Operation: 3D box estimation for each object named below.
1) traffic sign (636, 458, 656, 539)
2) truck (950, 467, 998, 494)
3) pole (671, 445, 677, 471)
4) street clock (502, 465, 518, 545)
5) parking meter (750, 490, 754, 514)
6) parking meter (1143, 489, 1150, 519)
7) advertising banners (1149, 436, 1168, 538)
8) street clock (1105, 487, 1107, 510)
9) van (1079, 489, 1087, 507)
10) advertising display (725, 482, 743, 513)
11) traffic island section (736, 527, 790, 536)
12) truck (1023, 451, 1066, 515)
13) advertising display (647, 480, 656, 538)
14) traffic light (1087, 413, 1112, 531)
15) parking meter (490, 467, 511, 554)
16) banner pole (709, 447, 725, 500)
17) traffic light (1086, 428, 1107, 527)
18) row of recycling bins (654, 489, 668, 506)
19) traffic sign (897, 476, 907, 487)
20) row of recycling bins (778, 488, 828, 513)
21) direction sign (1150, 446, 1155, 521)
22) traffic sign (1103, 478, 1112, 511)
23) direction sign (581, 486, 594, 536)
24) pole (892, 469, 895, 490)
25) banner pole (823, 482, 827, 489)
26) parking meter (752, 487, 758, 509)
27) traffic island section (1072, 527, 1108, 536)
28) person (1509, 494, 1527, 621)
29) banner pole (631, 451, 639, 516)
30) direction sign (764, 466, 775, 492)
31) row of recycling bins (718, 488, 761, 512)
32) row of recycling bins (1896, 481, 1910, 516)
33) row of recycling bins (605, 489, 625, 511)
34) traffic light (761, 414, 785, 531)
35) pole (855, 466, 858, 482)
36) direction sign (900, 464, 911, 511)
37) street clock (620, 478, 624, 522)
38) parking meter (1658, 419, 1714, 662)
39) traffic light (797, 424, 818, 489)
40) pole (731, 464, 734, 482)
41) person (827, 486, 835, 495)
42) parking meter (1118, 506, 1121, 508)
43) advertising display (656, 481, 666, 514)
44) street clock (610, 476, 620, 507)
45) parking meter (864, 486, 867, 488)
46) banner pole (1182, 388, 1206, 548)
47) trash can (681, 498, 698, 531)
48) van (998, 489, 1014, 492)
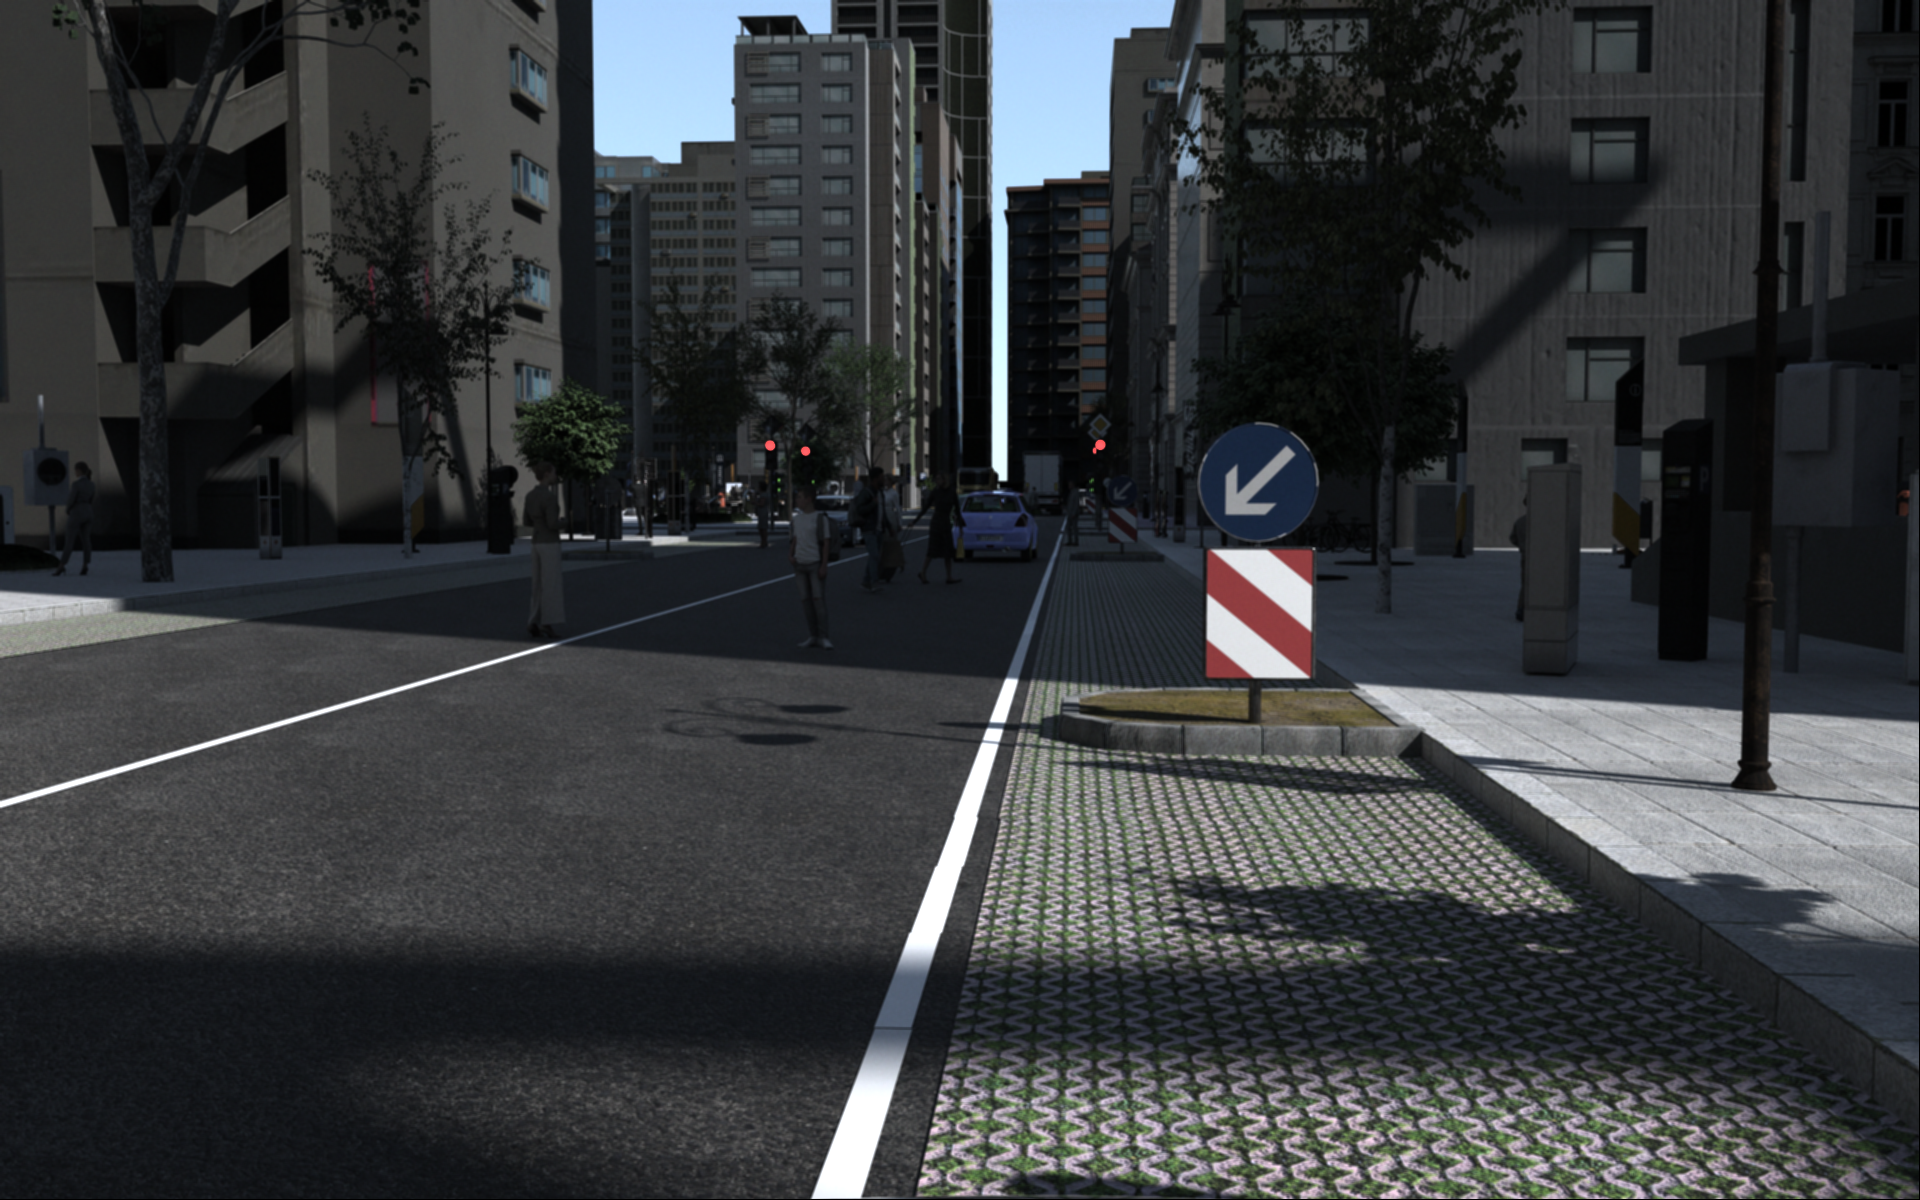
[{"bbox_3d":[-8.979,-2.899,49.524,0.606,2.300,0.079,1,4,12],"label":"traffic sign"},{"bbox_3d":[1.291,-8.078,127.993,3.469,3.379,9.791,0,4,4],"label":"truck"},{"bbox_3d":[-11.925,-4.795,72.241,0.158,3.312,0.155,0,3,0],"label":"pole"},{"bbox_3d":[-11.472,-2.410,43.981,0.471,2.002,0.358,1,4,17],"label":"street clock"},{"bbox_3d":[-13.548,-6.370,112.553,0.372,1.533,0.369,0,3,0],"label":"parking meter"},{"bbox_3d":[9.710,-5.010,90.330,0.372,1.533,0.369,0,3,0],"label":"parking meter"},{"bbox_3d":[5.894,-3.386,51.542,0.090,3.025,2.074,0,4,-8],"label":"advertising banners"},{"bbox_3d":[11.812,-8.241,139.309,0.358,2.002,0.471,1,4,16],"label":"street clock"},{"bbox_3d":[11.102,-9.215,157.669,2.013,2.044,4.112,0,4,3],"label":"van"},{"bbox_3d":[-12.106,-5.356,92.789,0.974,1.923,0.123,-1,4,-22],"label":"advertising display"},{"bbox_3d":[-6.633,-2.367,60.988,2.009,0.180,2.903,0,4,4],"label":"traffic island section"},{"bbox_3d":[5.817,-7.973,119.273,2.839,4.237,11.283,0,4,5],"label":"truck"},{"bbox_3d":[-9.147,-2.801,51.009,0.123,1.923,0.974,-1,4,-17],"label":"advertising display"},{"bbox_3d":[4.844,-4.354,60.112,0.839,4.253,0.868,0,4,4],"label":"traffic light"},{"bbox_3d":[-9.826,-1.915,37.018,0.255,1.863,0.399,1,4,19],"label":"parking meter"},{"bbox_3d":[-12.828,-6.213,91.592,0.863,3.779,0.401,1,4,19],"label":"banner pole"},{"bbox_3d":[5.372,-4.842,68.080,0.839,4.253,0.868,0,4,4],"label":"traffic light"},{"bbox_3d":[-22.279,-7.495,129.647,3.534,1.692,1.069,-2,4,-33],"label":"row of recycling bins"},{"bbox_3d":[-4.142,-7.572,123.903,0.768,2.556,0.104,0,4,7],"label":"traffic sign"},{"bbox_3d":[-10.781,-6.873,119.493,3.534,1.692,1.069,-1,4,-8],"label":"row of recycling bins"},{"bbox_3d":[9.154,-5.490,81.750,0.379,3.537,0.876,1,4,9],"label":"direction sign"},{"bbox_3d":[11.523,-8.249,134.972,0.768,2.556,0.104,1,4,9],"label":"traffic sign"},{"bbox_3d":[-11.514,-3.759,53.450,0.876,3.537,0.379,-1,4,-10],"label":"direction sign"},{"bbox_3d":[-5.339,-8.852,138.578,0.158,3.312,0.155,0,3,0],"label":"pole"},{"bbox_3d":[-11.135,-9.408,143.841,0.863,3.779,0.401,1,4,16],"label":"banner pole"},{"bbox_3d":[-16.108,-7.981,136.205,0.255,1.863,0.399,3,4,38],"label":"parking meter"},{"bbox_3d":[4.883,-2.321,60.223,2.009,0.180,2.903,0,4,4],"label":"traffic island section"},{"bbox_3d":[5.793,-0.443,17.554,0.475,1.303,0.640,3,4,37],"label":"person"},{"bbox_3d":[-18.862,-6.758,100.506,0.863,3.779,0.401,3,5,43],"label":"banner pole"},{"bbox_3d":[-15.584,-9.163,141.815,0.876,3.537,0.379,0,4,6],"label":"direction sign"},{"bbox_3d":[-15.504,-7.117,123.483,3.534,1.692,1.069,-2,4,-23],"label":"row of recycling bins"},{"bbox_3d":[28.868,-2.968,55.646,3.534,1.692,1.069,1,4,11],"label":"row of recycling bins"},{"bbox_3d":[-26.616,-7.650,132.185,1.069,1.692,3.534,1,4,15],"label":"row of recycling bins"},{"bbox_3d":[-6.593,-4.399,60.850,0.839,4.253,0.868,0,4,4],"label":"traffic light"},{"bbox_3d":[-7.568,-8.103,126.324,0.158,3.312,0.155,0,3,0],"label":"pole"},{"bbox_3d":[-4.065,-8.362,128.720,0.876,3.537,0.379,1,4,21],"label":"direction sign"},{"bbox_3d":[-15.455,-4.527,78.583,0.358,2.002,0.471,1,4,23],"label":"street clock"},{"bbox_3d":[5.603,-0.469,13.380,0.399,1.863,0.255,-3,5,-45],"label":"parking meter"},{"bbox_3d":[-6.066,-4.887,68.818,0.839,4.253,0.868,0,4,4],"label":"traffic light"},{"bbox_3d":[-15.439,-7.568,117.584,0.158,3.312,0.155,0,3,0],"label":"pole"},{"bbox_3d":[-7.371,-5.607,98.059,0.599,1.781,0.374,0,4,1],"label":"person"},{"bbox_3d":[10.130,-6.324,109.101,0.399,1.863,0.255,-1,4,-10],"label":"parking meter"},{"bbox_3d":[-14.390,-4.775,83.283,0.123,1.923,0.974,1,4,14],"label":"advertising display"},{"bbox_3d":[-14.086,-4.018,70.260,0.358,2.002,0.471,0,4,-7],"label":"street clock"},{"bbox_3d":[-7.033,-7.673,131.161,0.399,1.863,0.255,1,4,23],"label":"parking meter"},{"bbox_3d":[5.557,-3.114,40.929,0.863,3.779,0.401,-2,4,-35],"label":"banner pole"},{"bbox_3d":[-9.491,-2.972,60.241,0.748,1.137,0.748,0,3,0],"label":"trash can"},{"bbox_3d":[4.882,-11.244,188.226,2.240,2.365,5.245,0,4,4],"label":"van"}]
